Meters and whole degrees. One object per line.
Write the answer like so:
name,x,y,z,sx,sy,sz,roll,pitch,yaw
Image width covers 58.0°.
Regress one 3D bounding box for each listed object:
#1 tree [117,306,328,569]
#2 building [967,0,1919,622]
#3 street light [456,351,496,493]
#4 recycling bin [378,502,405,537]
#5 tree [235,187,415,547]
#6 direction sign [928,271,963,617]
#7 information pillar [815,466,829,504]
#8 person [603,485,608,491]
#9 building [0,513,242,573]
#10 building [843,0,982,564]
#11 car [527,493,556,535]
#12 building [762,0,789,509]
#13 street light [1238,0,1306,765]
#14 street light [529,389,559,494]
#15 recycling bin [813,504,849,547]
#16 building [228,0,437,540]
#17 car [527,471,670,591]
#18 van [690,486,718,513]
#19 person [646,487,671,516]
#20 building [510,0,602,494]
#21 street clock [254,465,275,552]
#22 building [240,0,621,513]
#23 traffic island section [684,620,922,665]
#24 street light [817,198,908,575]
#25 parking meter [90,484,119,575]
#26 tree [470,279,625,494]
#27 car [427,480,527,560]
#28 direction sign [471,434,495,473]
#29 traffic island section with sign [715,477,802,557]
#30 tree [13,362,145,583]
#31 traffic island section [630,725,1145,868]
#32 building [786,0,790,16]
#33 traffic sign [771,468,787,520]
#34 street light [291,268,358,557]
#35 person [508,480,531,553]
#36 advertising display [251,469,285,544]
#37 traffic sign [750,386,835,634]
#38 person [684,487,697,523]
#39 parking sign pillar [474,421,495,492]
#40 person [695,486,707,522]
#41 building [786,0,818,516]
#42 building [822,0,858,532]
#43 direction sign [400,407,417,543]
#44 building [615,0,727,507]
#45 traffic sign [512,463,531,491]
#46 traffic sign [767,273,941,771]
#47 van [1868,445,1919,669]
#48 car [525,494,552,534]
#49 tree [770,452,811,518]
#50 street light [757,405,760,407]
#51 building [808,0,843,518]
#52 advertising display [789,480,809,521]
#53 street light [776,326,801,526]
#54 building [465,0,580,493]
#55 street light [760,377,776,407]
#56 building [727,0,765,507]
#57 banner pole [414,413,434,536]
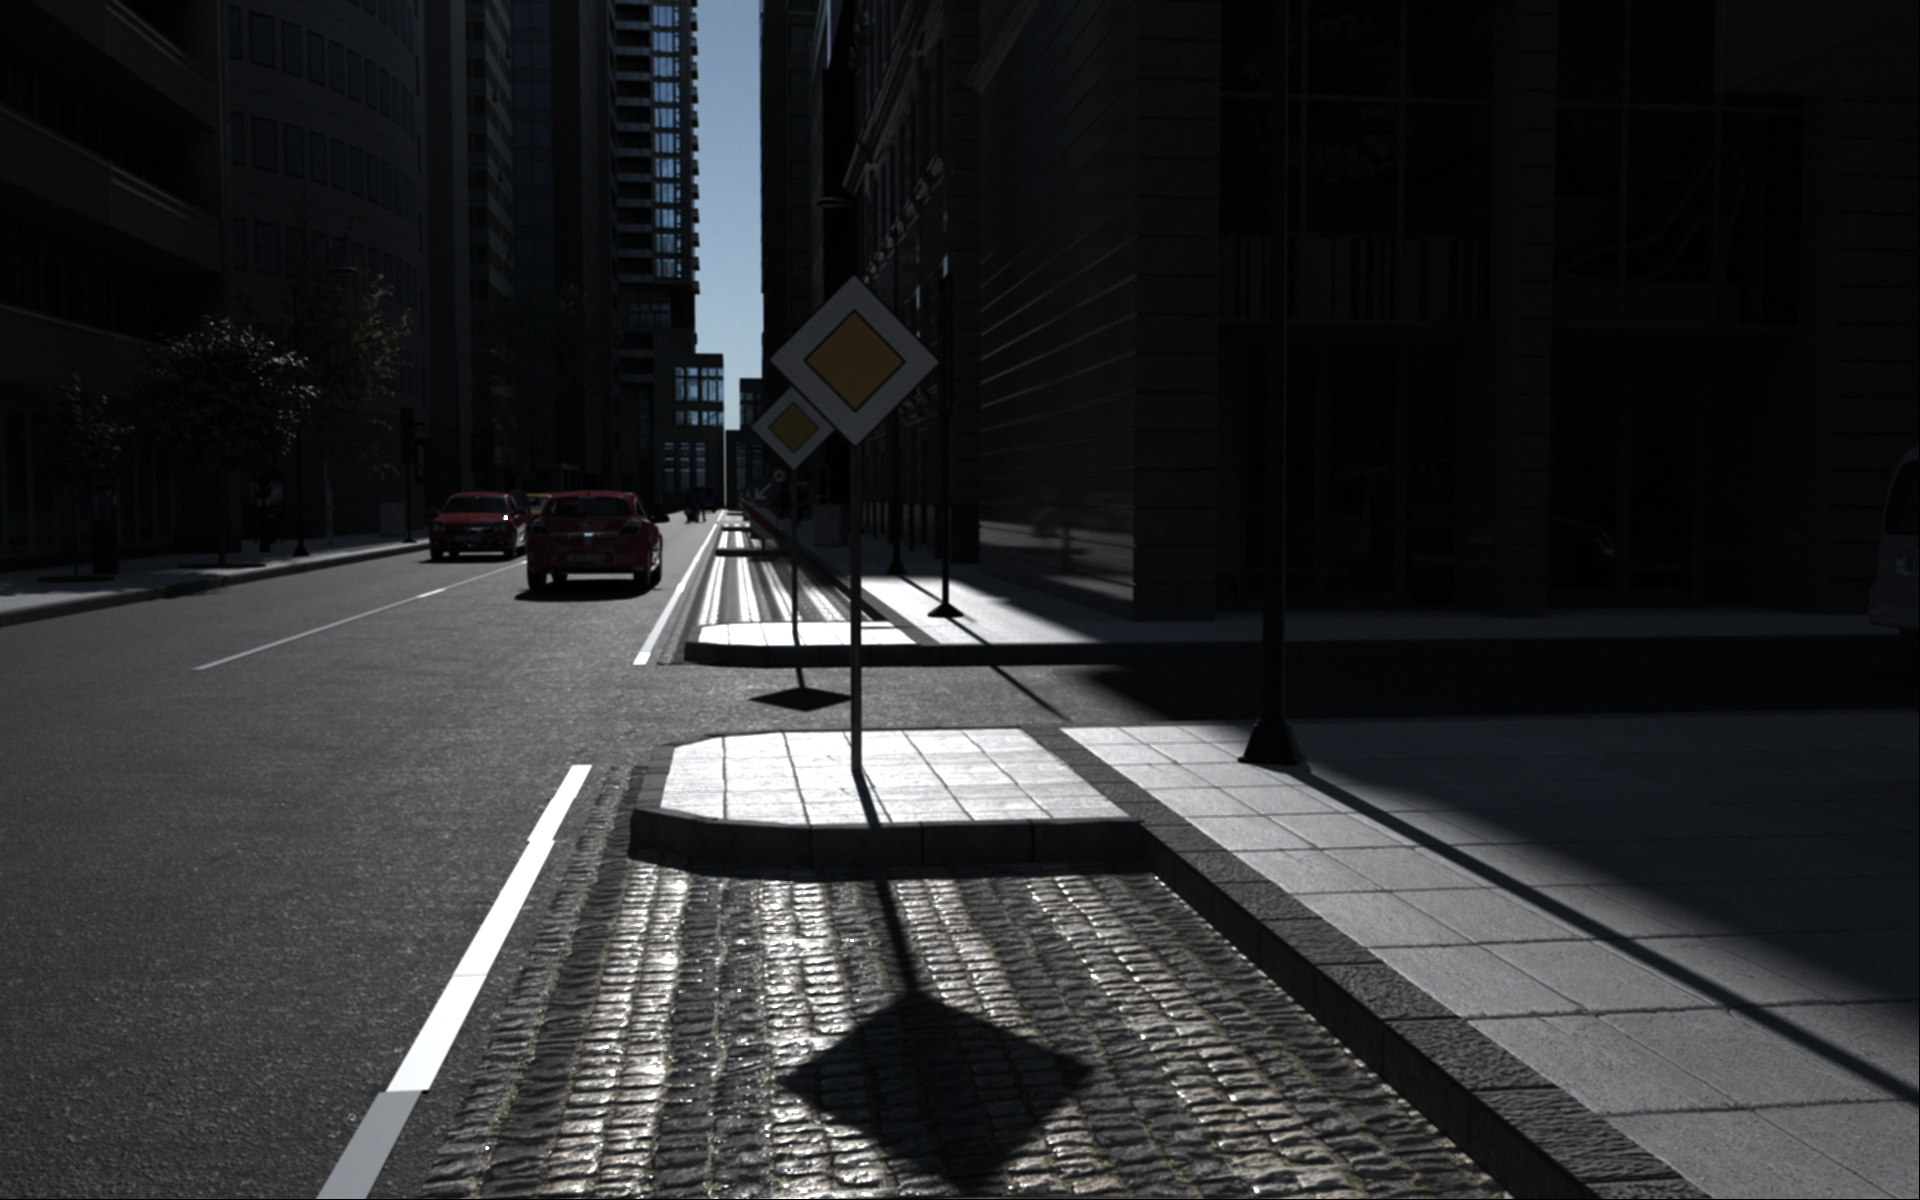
tree,-12.930,-2.857,30.427,4.285,4.588,4.351,0,3,0
building,15.633,-15.058,23.686,29.804,29.767,11.434,0,4,-7
street light,-15.713,-5.115,56.179,1.470,5.913,1.316,0,4,-7
recycling bin,-17.101,-2.420,52.114,0.722,1.027,0.722,-1,4,-21
tree,-15.233,-5.584,41.668,4.360,8.622,3.978,0,3,0
direction sign,-0.152,-1.597,18.105,0.379,3.537,0.876,-1,4,-9
information pillar,-3.602,-2.498,45.335,0.304,2.012,0.304,-1,4,-17
person,-15.157,-4.057,74.739,0.836,1.842,0.656,-1,4,-10
building,-25.111,-24.552,25.125,21.300,48.544,21.600,0,4,-7
building,3.846,-15.073,43.700,12.463,27.353,25.104,0,4,-7
car,-14.572,-3.246,62.120,2.155,1.783,4.494,0,4,-7
building,-6.756,-32.510,155.237,21.300,48.544,21.600,0,4,-7
street light,0.970,-2.176,8.113,1.470,5.913,1.316,0,4,-7
street light,-18.452,-6.372,76.731,1.470,5.913,1.316,0,4,-7
recycling bin,-3.171,-1.835,42.553,0.722,1.027,0.722,1,4,15
building,-29.456,-31.522,57.378,21.231,58.520,28.212,0,4,-7
car,-5.689,-1.115,27.277,2.155,1.783,4.494,0,4,-6
van,-20.144,-8.055,136.085,2.240,2.365,5.245,0,4,-8
person,-16.786,-5.370,96.401,1.348,1.812,0.705,-1,4,-11
building,-35.157,-29.503,132.492,14.600,45.320,14.200,0,4,-7
street clock,-15.393,-2.063,38.293,0.471,2.002,0.358,-2,4,-34
building,-44.245,-37.196,150.148,28.212,58.520,21.231,0,4,-7
traffic island section,-1.501,0.386,15.970,2.009,0.180,2.903,0,4,-7
street light,-1.550,-3.357,27.436,1.470,5.913,1.316,0,4,-7
parking meter,-13.687,-1.180,27.706,0.372,1.533,0.369,0,3,0
tree,-20.229,-9.605,82.803,9.928,11.665,9.643,0,3,0
car,-10.853,-1.842,39.160,2.155,1.783,4.494,-1,4,-9
direction sign,-18.022,-4.494,65.480,0.876,3.537,0.379,0,4,1
traffic island section with sign,-4.702,-1.941,40.360,1.989,1.847,2.006,0,4,-7
tree,-13.005,-1.883,25.397,1.663,3.219,1.824,0,3,0
traffic island section,-0.461,0.870,8.052,2.009,0.180,2.903,0,4,-7
building,-1.451,-31.151,128.933,23.786,49.044,30.456,0,4,-7
traffic sign,-8.790,-5.147,84.265,0.768,2.556,0.104,0,4,-5
street light,-13.061,-3.858,35.625,1.470,5.913,1.316,0,4,-7
person,-10.720,-2.027,41.981,0.601,1.785,0.444,0,4,-6
advertising display,-17.874,-2.418,44.747,0.123,1.923,0.974,2,4,27
traffic sign,-1.523,-0.749,15.890,0.795,2.450,0.064,0,4,-7
person,-13.512,-4.771,86.719,0.699,1.804,1.509,1,4,15
parking sign pillar,-17.419,-4.589,63.505,1.447,3.967,1.447,0,4,-1
person,-13.305,-4.902,88.627,0.794,1.824,0.713,1,4,17
building,-3.557,-20.442,105.933,14.160,30.474,14.107,0,4,-7
building,1.505,-14.339,64.120,12.332,23.373,15.834,0,4,-7
direction sign,-14.508,-3.276,45.554,0.379,3.537,0.876,0,4,3
building,-40.643,-53.124,181.244,31.000,86.520,22.319,0,4,-7
traffic sign,-17.759,-4.282,70.112,0.768,2.556,0.104,0,4,-4
traffic sign,-0.484,-0.265,7.972,0.795,2.450,0.064,0,4,-7
van,9.316,-0.388,13.362,4.112,2.044,2.013,0,4,-7
car,-13.952,-2.836,56.585,2.015,1.641,3.980,0,4,-7
tree,-8.826,-6.756,94.181,4.285,4.588,4.351,0,3,0
street light,-9.823,-7.189,90.087,1.470,5.913,1.316,0,4,-7
building,-0.628,-16.133,81.800,12.078,24.808,19.932,0,4,-7
advertising display,-7.624,-4.691,81.915,0.974,1.923,0.123,-2,4,-24
street light,-4.277,-4.621,48.094,1.470,5.913,1.316,0,4,-7
building,-38.814,-24.879,98.651,32.217,40.220,23.993,0,4,-7
street light,-7.090,-5.906,69.103,1.470,5.913,1.316,0,4,-7
building,-9.630,-53.337,184.727,31.000,86.520,22.319,0,4,-7
banner pole,-16.508,-3.882,53.485,0.401,3.779,0.863,3,4,38
